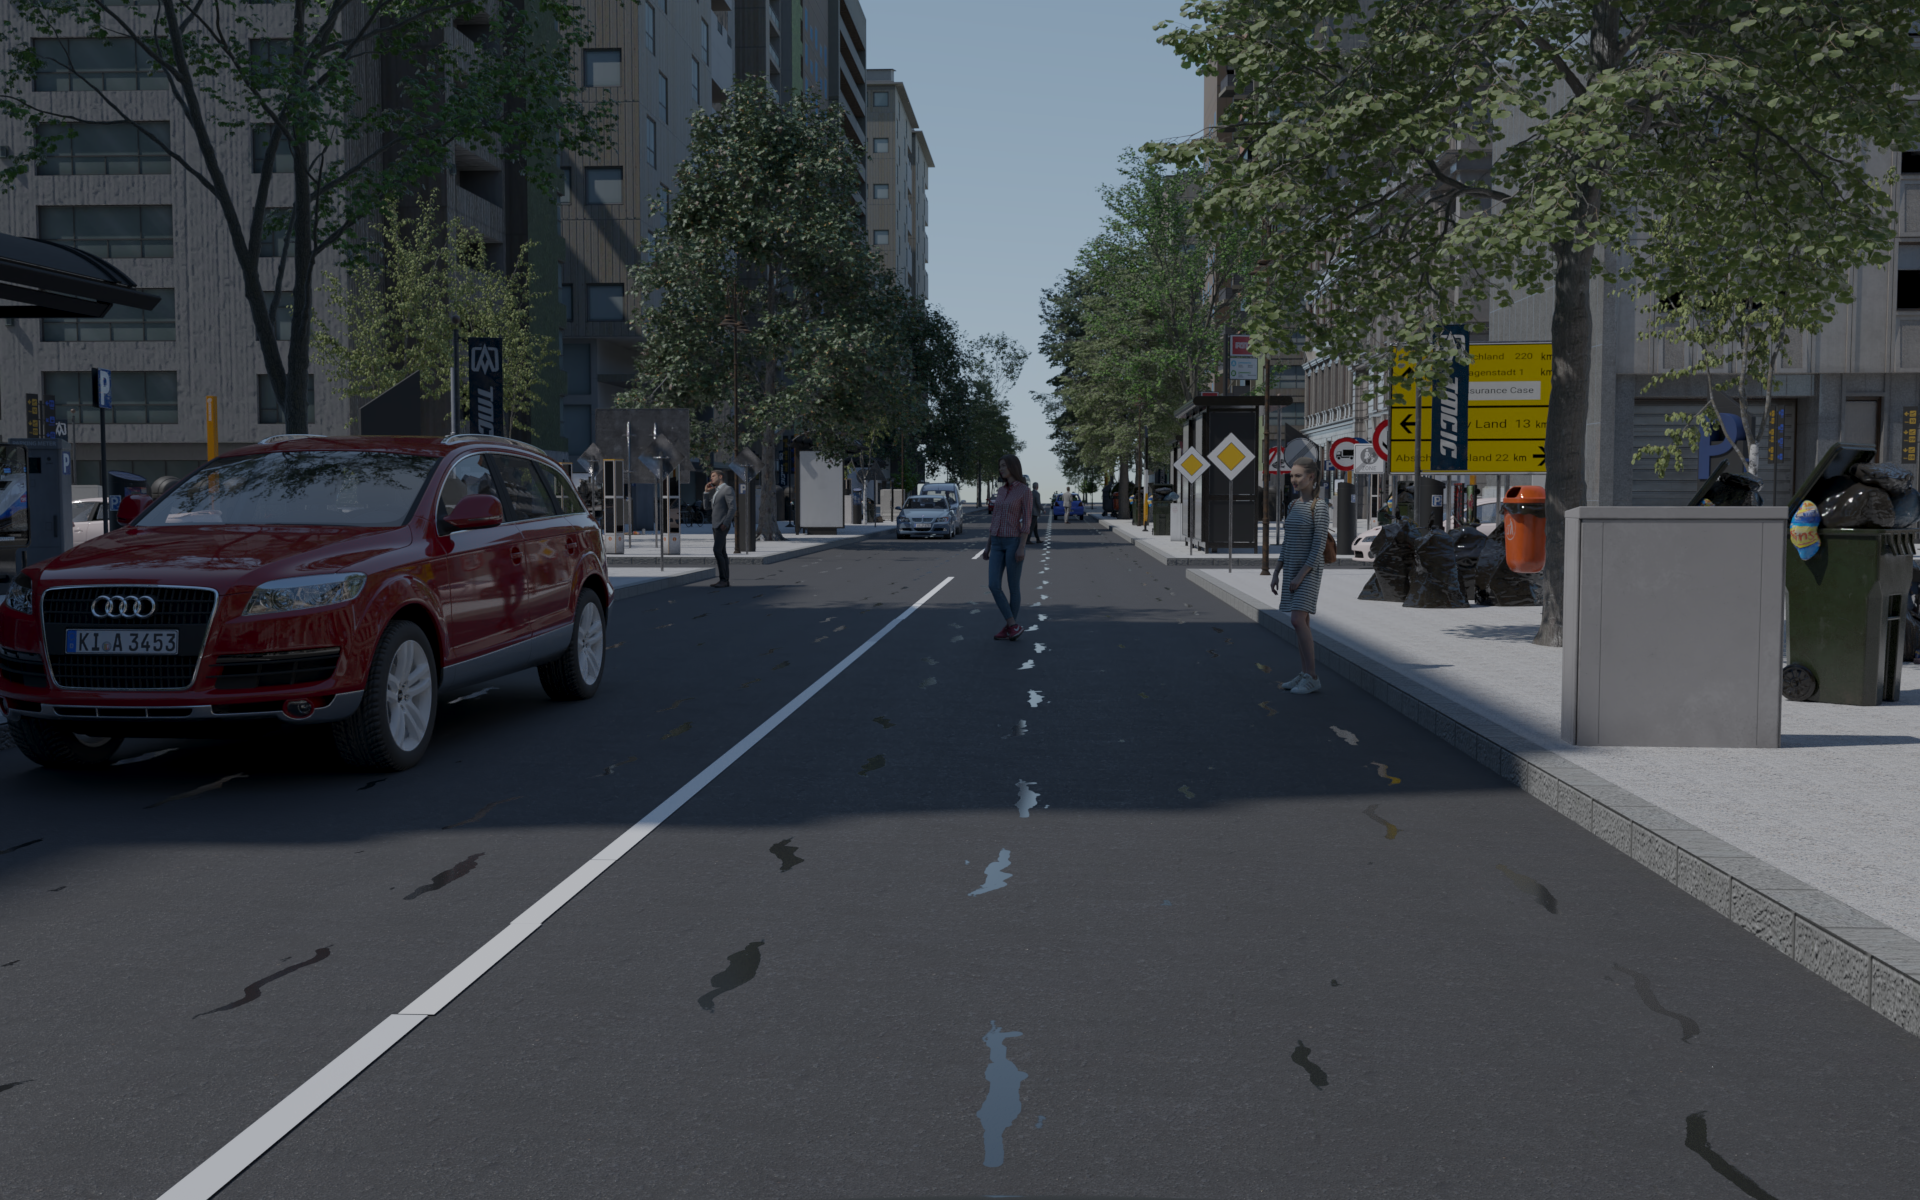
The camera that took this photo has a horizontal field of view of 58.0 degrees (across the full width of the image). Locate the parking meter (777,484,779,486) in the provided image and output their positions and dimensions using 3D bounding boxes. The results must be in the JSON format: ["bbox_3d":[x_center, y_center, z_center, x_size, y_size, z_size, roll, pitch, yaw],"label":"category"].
[{"bbox_3d":[-9.825,-5.351,93.198,0.399,1.863,0.255,0,4,-1],"label":"parking meter"}]

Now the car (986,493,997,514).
[{"bbox_3d":[2.934,-7.116,125.379,2.155,1.783,4.494,0,4,1],"label":"car"}]

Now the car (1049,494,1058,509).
[{"bbox_3d":[9.706,-9.506,167.223,2.131,1.459,4.920,0,4,1],"label":"car"}]

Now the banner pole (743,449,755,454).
[{"bbox_3d":[-10.785,-6.003,88.174,0.863,3.779,0.401,1,4,15],"label":"banner pole"}]

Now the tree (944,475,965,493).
[{"bbox_3d":[-0.458,-8.637,135.823,1.663,3.219,1.824,0,3,0],"label":"tree"}]

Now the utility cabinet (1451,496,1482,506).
[{"bbox_3d":[16.205,-2.716,55.575,1.020,1.237,0.306,0,4,4],"label":"utility cabinet"}]

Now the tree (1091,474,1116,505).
[{"bbox_3d":[12.102,-8.995,141.669,1.663,3.219,1.824,0,3,0],"label":"tree"}]

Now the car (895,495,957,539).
[{"bbox_3d":[-1.080,-2.716,56.413,2.014,1.417,4.499,0,4,2],"label":"car"}]

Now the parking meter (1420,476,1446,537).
[{"bbox_3d":[6.737,-1.000,24.753,0.372,1.533,0.369,0,3,0],"label":"parking meter"}]

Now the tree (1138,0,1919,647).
[{"bbox_3d":[5.511,-5.873,14.154,7.486,12.596,7.792,0,3,0],"label":"tree"}]

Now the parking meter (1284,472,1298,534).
[{"bbox_3d":[8.094,-2.227,42.117,0.399,1.863,0.255,-1,4,-23],"label":"parking meter"}]

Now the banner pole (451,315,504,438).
[{"bbox_3d":[-6.816,-2.100,24.346,0.863,3.779,0.401,-1,4,-12],"label":"banner pole"}]

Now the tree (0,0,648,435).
[{"bbox_3d":[-7.207,-5.651,18.144,9.928,11.665,9.643,0,3,0],"label":"tree"}]

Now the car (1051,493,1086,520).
[{"bbox_3d":[6.065,-5.330,96.744,1.945,1.707,3.694,0,4,3],"label":"car"}]

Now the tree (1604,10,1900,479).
[{"bbox_3d":[11.655,-4.594,25.471,4.737,8.622,4.395,0,3,0],"label":"tree"}]

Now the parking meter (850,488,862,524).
[{"bbox_3d":[-4.352,-3.978,73.449,0.372,1.533,0.369,0,3,0],"label":"parking meter"}]

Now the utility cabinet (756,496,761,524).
[{"bbox_3d":[-8.477,-3.874,74.506,1.020,1.237,0.306,-2,4,-26],"label":"utility cabinet"}]

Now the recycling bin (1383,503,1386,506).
[{"bbox_3d":[12.631,-2.270,49.667,0.722,1.027,0.722,-2,4,-27],"label":"recycling bin"}]

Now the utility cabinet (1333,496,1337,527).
[{"bbox_3d":[14.623,-3.414,66.977,0.306,1.237,1.020,1,4,19],"label":"utility cabinet"}]

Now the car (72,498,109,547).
[{"bbox_3d":[-16.774,-1.298,33.588,4.827,1.381,2.083,0,4,4],"label":"car"}]

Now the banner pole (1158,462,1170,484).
[{"bbox_3d":[10.984,-6.276,92.625,0.863,3.779,0.401,1,4,16],"label":"banner pole"}]

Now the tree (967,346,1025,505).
[{"bbox_3d":[-2.680,-11.203,100.171,9.611,12.733,9.660,0,3,0],"label":"tree"}]

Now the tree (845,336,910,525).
[{"bbox_3d":[-4.018,-7.469,72.479,4.737,8.622,4.395,0,3,0],"label":"tree"}]

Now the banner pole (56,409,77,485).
[{"bbox_3d":[-26.222,-3.720,50.839,0.863,3.779,0.401,-3,5,-45],"label":"banner pole"}]

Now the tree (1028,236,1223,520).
[{"bbox_3d":[8.338,-11.014,86.729,9.857,13.997,8.962,0,3,0],"label":"tree"}]

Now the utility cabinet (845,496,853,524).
[{"bbox_3d":[-4.732,-3.906,75.029,0.306,1.237,1.020,-1,4,-22],"label":"utility cabinet"}]

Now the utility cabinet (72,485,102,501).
[{"bbox_3d":[-22.122,-2.128,43.471,1.173,1.500,0.318,0,4,-1],"label":"utility cabinet"}]

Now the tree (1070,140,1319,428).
[{"bbox_3d":[6.964,-7.684,51.382,9.928,11.665,9.643,0,3,0],"label":"tree"}]

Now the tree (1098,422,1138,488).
[{"bbox_3d":[10.733,-10.191,116.980,4.737,8.622,4.395,0,3,0],"label":"tree"}]

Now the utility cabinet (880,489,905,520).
[{"bbox_3d":[-3.238,-4.560,83.240,1.173,1.500,0.318,2,4,25],"label":"utility cabinet"}]

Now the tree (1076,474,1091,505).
[{"bbox_3d":[11.619,-9.815,155.083,1.663,3.219,1.824,0,3,0],"label":"tree"}]

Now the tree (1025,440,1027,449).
[{"bbox_3d":[3.336,-17.600,204.769,9.611,12.733,9.660,0,3,0],"label":"tree"}]

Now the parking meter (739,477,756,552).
[{"bbox_3d":[-4.757,-2.003,38.455,0.399,1.863,0.255,1,4,20],"label":"parking meter"}]

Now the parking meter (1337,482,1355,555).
[{"bbox_3d":[8.124,-1.715,36.450,0.372,1.533,0.369,0,3,0],"label":"parking meter"}]

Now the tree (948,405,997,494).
[{"bbox_3d":[0.003,-11.080,131.522,4.737,8.622,4.395,0,3,0],"label":"tree"}]

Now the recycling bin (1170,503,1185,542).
[{"bbox_3d":[6.207,-2.112,47.078,0.722,1.027,0.722,3,5,43],"label":"recycling bin"}]

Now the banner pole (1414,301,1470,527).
[{"bbox_3d":[6.202,-1.990,22.551,0.863,3.779,0.401,1,4,16],"label":"banner pole"}]

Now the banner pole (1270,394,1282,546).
[{"bbox_3d":[8.016,-3.269,43.470,0.401,3.779,0.863,1,4,16],"label":"banner pole"}]

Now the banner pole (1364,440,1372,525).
[{"bbox_3d":[16.876,-4.958,71.085,0.863,3.779,0.401,-2,4,-35],"label":"banner pole"}]

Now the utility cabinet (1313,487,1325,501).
[{"bbox_3d":[10.563,-2.674,52.402,0.318,1.500,1.173,-1,4,-22],"label":"utility cabinet"}]

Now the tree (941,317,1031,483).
[{"bbox_3d":[1.001,-20.191,186.017,12.611,20.169,13.585,0,3,0],"label":"tree"}]

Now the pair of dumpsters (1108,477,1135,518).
[{"bbox_3d":[8.981,-5.674,95.256,1.574,2.255,4.437,0,4,3],"label":"pair of dumpsters"}]

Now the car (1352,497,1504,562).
[{"bbox_3d":[9.871,-1.247,32.744,4.827,1.381,2.083,0,4,4],"label":"car"}]

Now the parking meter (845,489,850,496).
[{"bbox_3d":[-5.153,-4.329,79.196,0.372,1.533,0.369,0,3,0],"label":"parking meter"}]

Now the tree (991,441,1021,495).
[{"bbox_3d":[4.269,-17.343,217.970,7.601,10.594,8.767,1,4,15],"label":"tree"}]

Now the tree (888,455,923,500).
[{"bbox_3d":[-2.775,-5.577,85.787,1.663,3.219,1.824,0,3,0],"label":"tree"}]

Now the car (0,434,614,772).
[{"bbox_3d":[-3.704,-0.124,10.699,2.281,1.827,5.304,0,4,5],"label":"car"}]

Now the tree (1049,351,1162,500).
[{"bbox_3d":[9.386,-10.428,104.908,8.767,10.594,7.601,1,4,9],"label":"tree"}]

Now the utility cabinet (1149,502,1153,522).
[{"bbox_3d":[8.989,-4.138,78.810,1.020,1.237,0.306,2,4,24],"label":"utility cabinet"}]

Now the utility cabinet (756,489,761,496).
[{"bbox_3d":[-9.418,-4.333,79.528,0.318,1.500,1.173,3,4,38],"label":"utility cabinet"}]

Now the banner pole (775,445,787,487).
[{"bbox_3d":[-9.046,-5.942,87.173,0.863,3.779,0.401,1,4,19],"label":"banner pole"}]

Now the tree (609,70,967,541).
[{"bbox_3d":[-5.149,-7.961,47.163,9.611,12.733,9.660,0,3,0],"label":"tree"}]

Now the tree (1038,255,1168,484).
[{"bbox_3d":[12.624,-16.762,129.950,12.611,20.169,13.585,0,3,0],"label":"tree"}]

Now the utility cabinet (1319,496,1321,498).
[{"bbox_3d":[9.348,-2.169,46.624,0.306,1.237,1.020,-1,4,-15],"label":"utility cabinet"}]

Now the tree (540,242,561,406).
[{"bbox_3d":[-12.720,-5.912,47.026,4.737,8.622,4.395,0,3,0],"label":"tree"}]

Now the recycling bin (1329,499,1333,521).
[{"bbox_3d":[18.012,-4.340,83.510,0.722,1.027,0.722,2,4,28],"label":"recycling bin"}]

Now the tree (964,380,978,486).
[{"bbox_3d":[1.969,-15.527,171.995,7.486,12.596,7.792,0,3,0],"label":"tree"}]

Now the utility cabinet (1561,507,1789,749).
[{"bbox_3d":[3.646,0.139,8.883,1.020,1.237,0.306,0,4,5],"label":"utility cabinet"}]

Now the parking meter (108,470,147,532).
[{"bbox_3d":[-8.828,-0.611,18.402,0.372,1.533,0.369,0,3,0],"label":"parking meter"}]
